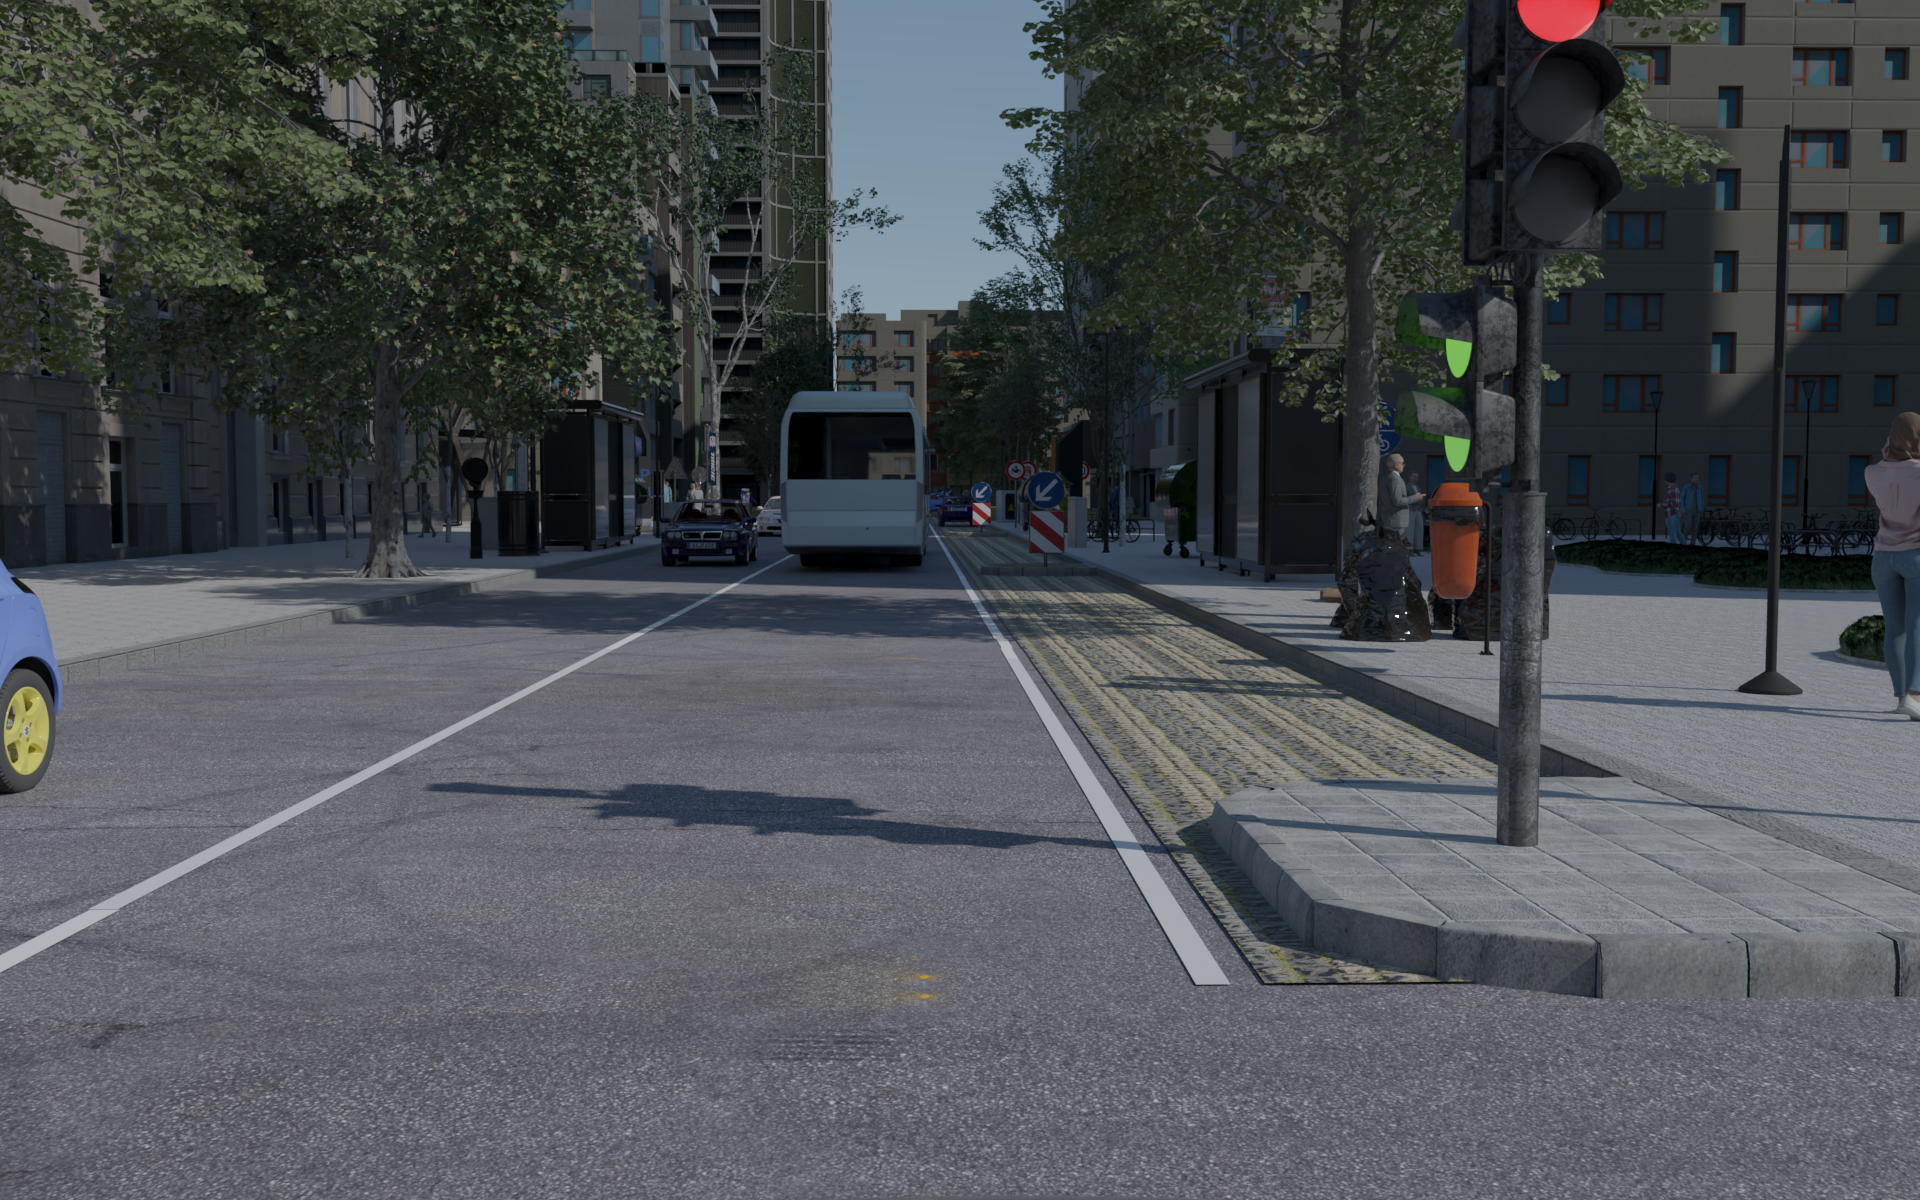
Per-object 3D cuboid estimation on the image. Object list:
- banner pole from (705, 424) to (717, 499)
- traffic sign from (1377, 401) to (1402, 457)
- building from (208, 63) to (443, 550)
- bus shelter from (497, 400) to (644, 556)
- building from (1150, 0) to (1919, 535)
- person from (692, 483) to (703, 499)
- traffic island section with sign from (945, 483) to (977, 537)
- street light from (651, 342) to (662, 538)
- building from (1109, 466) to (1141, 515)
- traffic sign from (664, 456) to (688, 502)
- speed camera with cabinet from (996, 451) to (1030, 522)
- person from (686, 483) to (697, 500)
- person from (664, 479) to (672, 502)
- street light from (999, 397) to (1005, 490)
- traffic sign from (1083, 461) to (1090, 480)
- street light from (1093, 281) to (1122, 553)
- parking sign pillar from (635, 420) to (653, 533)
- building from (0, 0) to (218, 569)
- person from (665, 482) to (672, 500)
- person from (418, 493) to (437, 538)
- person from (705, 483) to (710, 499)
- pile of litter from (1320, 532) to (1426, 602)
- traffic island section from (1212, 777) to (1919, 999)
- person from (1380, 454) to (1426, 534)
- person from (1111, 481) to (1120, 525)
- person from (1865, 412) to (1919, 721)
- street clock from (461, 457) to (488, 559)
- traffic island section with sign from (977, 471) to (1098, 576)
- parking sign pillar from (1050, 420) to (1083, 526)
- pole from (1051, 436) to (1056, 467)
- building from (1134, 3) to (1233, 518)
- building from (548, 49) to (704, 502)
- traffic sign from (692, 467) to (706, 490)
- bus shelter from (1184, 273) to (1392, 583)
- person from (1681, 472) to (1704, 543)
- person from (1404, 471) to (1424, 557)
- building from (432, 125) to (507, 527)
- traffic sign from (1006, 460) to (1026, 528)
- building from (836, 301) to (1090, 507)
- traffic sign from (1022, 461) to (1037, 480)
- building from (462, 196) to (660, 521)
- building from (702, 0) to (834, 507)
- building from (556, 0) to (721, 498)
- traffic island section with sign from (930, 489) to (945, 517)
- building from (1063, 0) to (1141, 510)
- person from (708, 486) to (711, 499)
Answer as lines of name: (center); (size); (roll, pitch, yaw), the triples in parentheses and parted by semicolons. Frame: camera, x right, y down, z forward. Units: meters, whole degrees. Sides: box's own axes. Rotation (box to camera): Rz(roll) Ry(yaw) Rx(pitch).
banner pole: (-8.931, -4.404, 62.025); (0.401, 3.779, 0.863); (2, 4, 24)
traffic sign: (5.688, -1.452, 23.840); (0.768, 2.556, 0.104); (0, 3, 0)
building: (-23.416, -16.018, 47.794); (13.634, 28.700, 20.117); (0, 4, -2)
bus shelter: (-9.025, -3.802, 39.801); (2.179, 5.291, 8.768); (0, 4, -2)
building: (23.263, -13.623, 67.769); (27.650, 21.520, 28.899); (0, 4, -2)
person: (-10.703, -3.928, 71.010); (0.760, 1.731, 0.466); (2, 4, 23)
traffic island section with sign: (0.586, -3.043, 58.377); (1.989, 1.847, 2.006); (0, 4, -2)
street light: (-8.788, -4.735, 50.209); (0.468, 5.910, 1.993); (0, 4, -2)
building: (26.305, -25.602, 110.479); (32.217, 40.220, 23.993); (0, 4, -2)
traffic sign: (-9.850, -3.660, 59.838); (0.884, 2.594, 0.081); (0, 4, 3)
speed camera with cabinet: (2.645, -5.163, 78.748); (2.038, 3.252, 0.660); (-2, 4, -31)
person: (-12.466, -4.565, 81.084); (0.661, 1.777, 0.834); (-1, 4, -11)
person: (-10.679, -3.464, 62.538); (0.638, 1.841, 0.748); (-2, 4, -24)
street light: (1.955, -6.599, 80.686); (0.468, 5.910, 1.993); (0, 4, -2)
traffic sign: (4.577, -4.040, 66.154); (0.768, 2.556, 0.104); (0, 4, -1)
street light: (3.195, -3.970, 37.702); (0.468, 5.910, 1.993); (0, 4, -2)
parking sign pillar: (-10.743, -4.259, 58.107); (1.447, 3.967, 1.447); (-2, 4, -25)
building: (-21.745, -13.948, 25.306); (12.463, 27.353, 25.104); (0, 4, -2)
person: (-12.578, -4.145, 73.930); (0.709, 1.813, 0.853); (1, 4, 15)
person: (-15.615, -2.477, 50.816); (0.475, 1.303, 0.640); (2, 4, 28)
person: (-11.665, -4.556, 80.881); (0.444, 1.785, 0.601); (-3, 5, -45)
pile of litter: (4.866, -0.396, 20.446); (1.176, 0.858, 1.719); (0, 4, 2)
traffic island section: (2.070, 0.973, 6.366); (2.009, 0.180, 2.903); (0, 4, -2)
person: (5.740, -1.003, 22.611); (0.590, 1.801, 0.661); (0, 4, -1)
person: (6.402, -3.937, 70.601); (0.419, 1.800, 0.721); (2, 4, 26)
person: (5.461, -0.203, 9.950); (0.643, 1.750, 0.593); (-3, 4, -37)
street clock: (-9.606, -1.821, 34.342); (0.471, 2.002, 0.358); (-3, 4, -38)
traffic island section with sign: (1.377, -1.366, 30.955); (1.989, 1.847, 2.006); (0, 4, -2)
parking sign pillar: (3.847, -4.527, 62.488); (1.447, 3.967, 1.447); (-3, 5, -44)
pole: (3.308, -4.129, 61.352); (0.158, 3.312, 0.155); (0, 3, 0)
building: (17.045, -26.947, 90.689); (14.600, 45.320, 14.200); (0, 4, -2)
building: (-25.207, -21.086, 116.450); (14.160, 30.474, 14.107); (0, 4, -2)
traffic sign: (-12.058, -4.903, 80.274); (0.768, 2.556, 0.104); (0, 3, 0)
bus shelter: (5.091, -3.153, 29.190); (2.179, 5.291, 8.768); (0, 4, -1)
person: (16.760, -2.036, 39.667); (0.601, 1.785, 0.444); (0, 4, 1)
person: (9.322, -1.772, 35.559); (0.519, 1.759, 0.362); (-2, 4, -33)
building: (-26.536, -12.188, 66.720); (16.820, 18.784, 16.811); (0, 4, -2)
traffic sign: (2.103, -3.984, 65.239); (0.768, 2.556, 0.104); (0, 4, 2)
building: (1.721, -20.891, 186.600); (28.899, 21.520, 27.650); (0, 4, -2)
traffic sign: (2.587, -4.064, 66.558); (0.768, 2.556, 0.104); (0, 4, 0)
building: (-32.534, -15.291, 95.044); (27.650, 21.520, 28.899); (0, 4, -2)
building: (-24.001, -45.438, 181.169); (20.611, 71.187, 20.563); (0, 4, -2)
building: (-34.805, -31.605, 136.346); (30.456, 49.044, 23.786); (0, 4, -2)
traffic island section with sign: (-0.843, -6.112, 108.559); (1.989, 1.847, 2.006); (0, 4, -2)
building: (22.613, -33.423, 135.698); (28.713, 52.752, 27.495); (0, 4, -2)
person: (-11.494, -4.446, 79.736); (0.512, 1.701, 0.522); (1, 4, 21)
